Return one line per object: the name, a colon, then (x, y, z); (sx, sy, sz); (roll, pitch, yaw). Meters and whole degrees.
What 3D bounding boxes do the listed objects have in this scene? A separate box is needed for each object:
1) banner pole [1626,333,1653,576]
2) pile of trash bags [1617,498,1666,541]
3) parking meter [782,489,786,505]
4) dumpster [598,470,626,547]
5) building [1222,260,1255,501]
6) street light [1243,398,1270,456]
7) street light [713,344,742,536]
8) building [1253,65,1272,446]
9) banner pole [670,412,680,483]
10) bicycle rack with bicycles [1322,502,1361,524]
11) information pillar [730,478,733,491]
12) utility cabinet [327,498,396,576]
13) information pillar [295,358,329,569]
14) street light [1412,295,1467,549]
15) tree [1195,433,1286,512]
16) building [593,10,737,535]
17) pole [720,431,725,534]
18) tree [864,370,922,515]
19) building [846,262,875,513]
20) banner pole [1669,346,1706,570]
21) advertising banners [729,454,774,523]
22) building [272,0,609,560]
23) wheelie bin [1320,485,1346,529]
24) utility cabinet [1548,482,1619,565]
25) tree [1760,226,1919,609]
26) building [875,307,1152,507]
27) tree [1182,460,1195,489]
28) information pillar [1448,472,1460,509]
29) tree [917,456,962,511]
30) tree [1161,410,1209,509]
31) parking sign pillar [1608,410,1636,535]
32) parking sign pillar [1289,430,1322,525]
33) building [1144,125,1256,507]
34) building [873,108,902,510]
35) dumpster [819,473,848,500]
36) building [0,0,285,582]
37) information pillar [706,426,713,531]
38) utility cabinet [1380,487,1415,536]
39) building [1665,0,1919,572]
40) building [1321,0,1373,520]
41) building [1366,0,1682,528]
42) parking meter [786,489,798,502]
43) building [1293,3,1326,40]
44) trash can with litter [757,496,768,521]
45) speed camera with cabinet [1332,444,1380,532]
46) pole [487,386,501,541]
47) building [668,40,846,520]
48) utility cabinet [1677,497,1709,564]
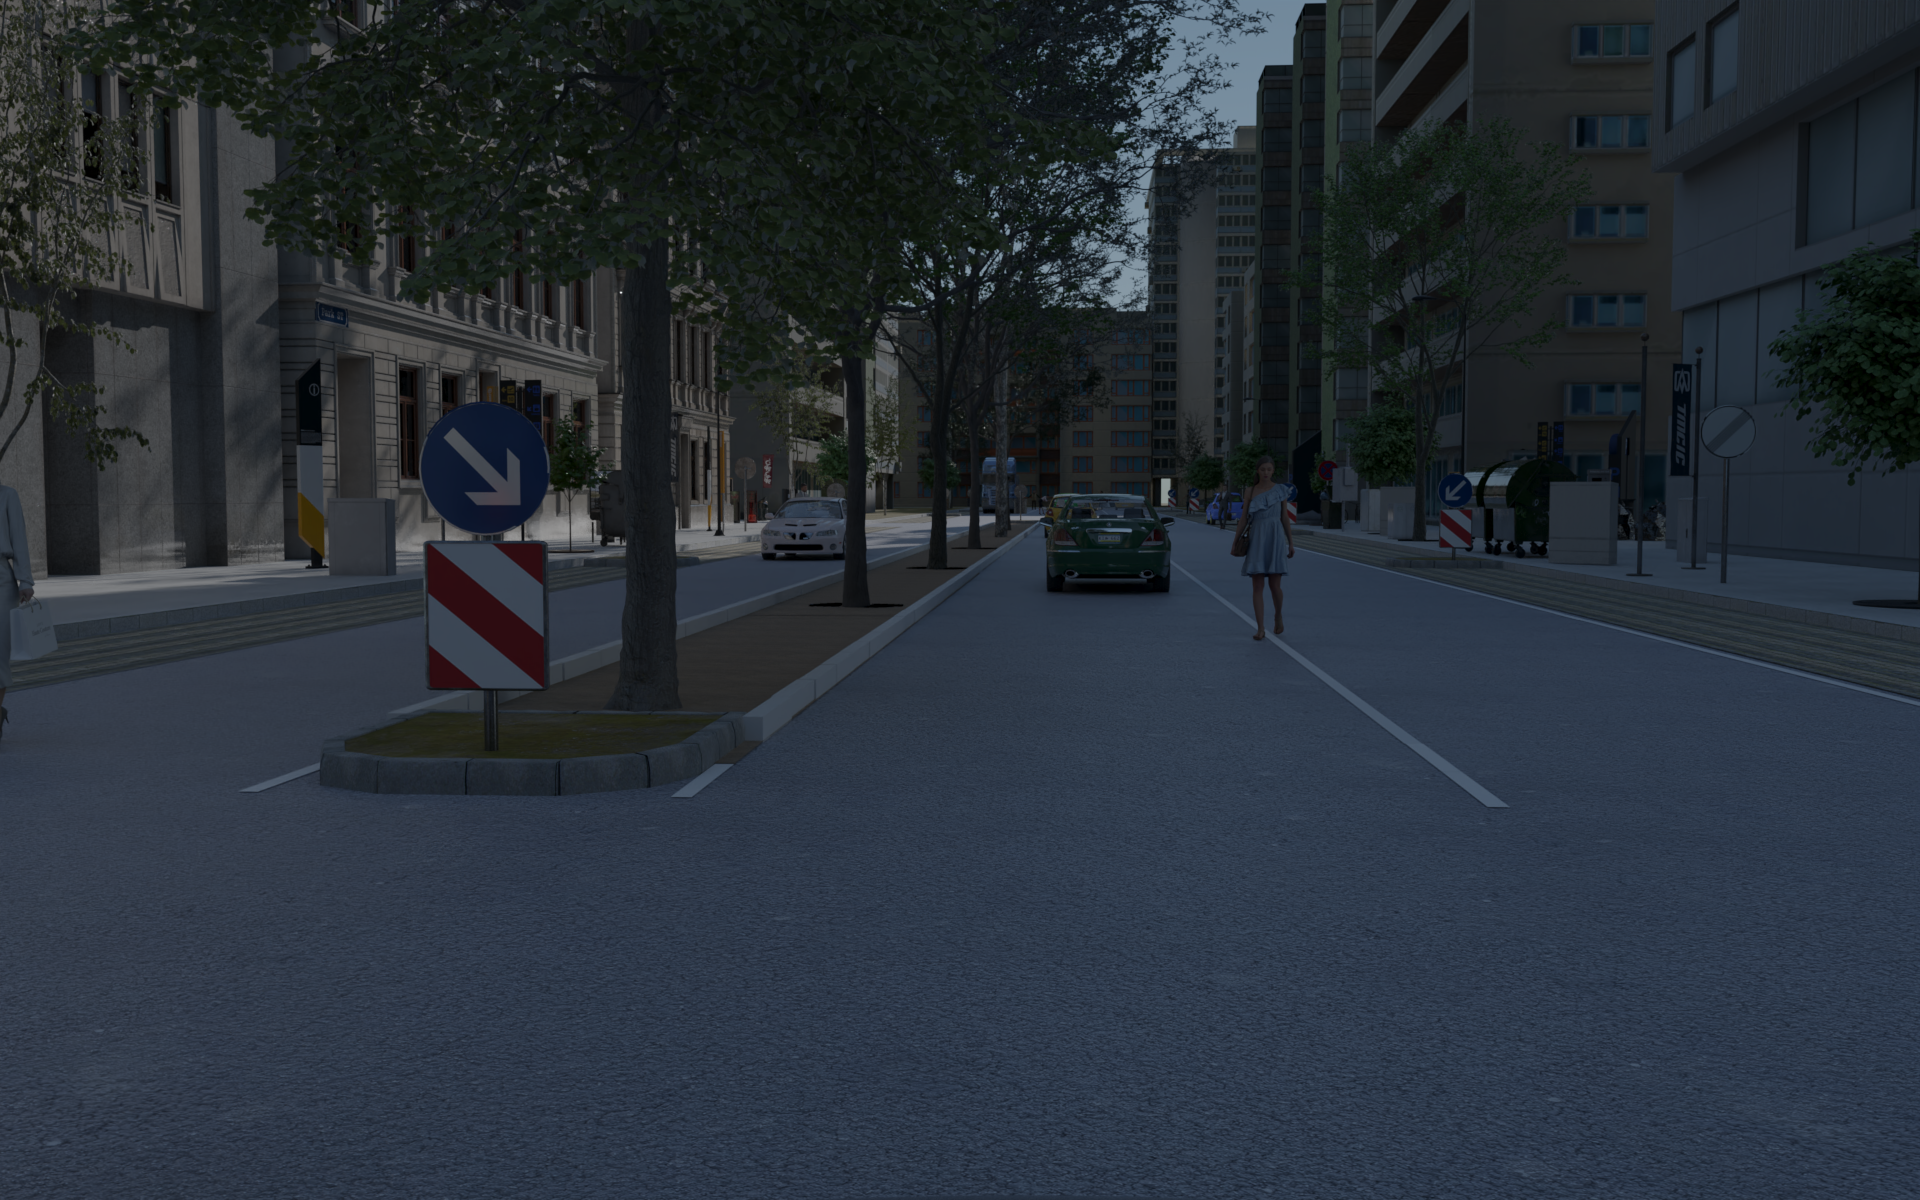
banner pole: (10.734, -2.277, 27.246); (0.401, 3.779, 0.863); (1, 4, 22)
pile of trash bags: (18.413, -2.386, 48.766); (1.912, 1.369, 3.447); (-3, 5, -41)
parking meter: (-8.210, -4.483, 81.701); (0.372, 1.533, 0.369); (0, 3, 0)
dumpster: (-8.154, -2.270, 42.870); (1.264, 1.857, 1.865); (0, 4, 4)
building: (36.464, -18.107, 141.094); (27.650, 21.520, 28.899); (0, 4, 4)
street light: (14.318, -6.785, 83.471); (1.470, 5.913, 1.316); (0, 4, 4)
street light: (-6.823, -4.906, 52.753); (1.470, 5.913, 1.316); (0, 4, 4)
building: (27.265, -21.299, 119.944); (14.160, 30.474, 14.107); (0, 4, 4)
banner pole: (-7.785, -3.457, 46.542); (0.401, 3.779, 0.863); (-3, 5, -43)
bicycle rack with bicycles: (16.772, -3.833, 76.045); (2.852, 0.926, 2.925); (0, 4, 1)
information pillar: (-10.672, -4.625, 80.106); (0.304, 2.012, 0.304); (-1, 4, -16)
utility cabinet: (-9.427, -0.988, 27.319); (1.020, 1.237, 0.306); (1, 4, 12)
information pillar: (-11.129, -2.344, 29.687); (0.183, 3.616, 0.504); (2, 4, 30)
street light: (11.260, -4.164, 40.618); (1.470, 5.913, 1.316); (0, 4, 4)
tree: (15.619, -6.642, 92.314); (4.285, 4.588, 4.351); (0, 3, 0)
building: (-14.823, -12.158, 63.406); (10.561, 19.102, 19.286); (0, 4, 4)
pole: (-7.706, -3.801, 55.992); (0.158, 3.312, 0.155); (0, 3, 0)
tree: (-4.429, -9.390, 103.894); (4.737, 8.622, 4.395); (0, 3, 0)
building: (-13.433, -26.343, 114.302); (14.154, 41.232, 14.086); (0, 4, 4)
banner pole: (12.329, -2.407, 29.375); (0.863, 3.779, 0.401); (-2, 4, -27)
advertising banners: (-9.198, -4.898, 76.266); (2.074, 3.025, 0.090); (0, 4, 2)
building: (-16.798, -12.664, 43.208); (11.583, 22.565, 21.152); (0, 4, 4)
wheelie bin: (13.630, -3.400, 63.490); (0.980, 1.594, 0.693); (-1, 4, -17)
utility cabinet: (11.334, -1.395, 31.483); (0.318, 1.500, 1.173); (-3, 5, -42)
tree: (11.037, -2.207, 19.796); (4.285, 4.588, 4.351); (0, 3, 0)
building: (5.390, -20.784, 184.853); (28.899, 21.520, 27.650); (0, 4, 4)
tree: (18.030, -8.746, 126.713); (4.285, 4.588, 4.351); (0, 3, 0)
information pillar: (16.476, -3.262, 57.825); (0.304, 2.012, 0.304); (2, 4, 30)
tree: (-1.467, -10.175, 150.082); (4.285, 4.588, 4.351); (0, 3, 0)
tree: (19.479, -12.083, 147.923); (4.360, 8.622, 3.978); (0, 3, 0)
parking sign pillar: (21.094, -4.082, 55.219); (1.447, 3.967, 1.447); (3, 5, 40)
parking sign pillar: (14.490, -5.155, 72.763); (1.447, 3.967, 1.447); (-1, 4, -14)
building: (32.043, -30.166, 185.096); (23.993, 40.220, 32.217); (0, 4, 4)
building: (-17.303, -27.613, 143.350); (23.993, 40.220, 32.217); (0, 4, 4)
dumpster: (-5.600, -4.670, 78.843); (1.502, 2.255, 1.985); (0, 4, 4)
building: (-19.496, -12.514, 22.627); (12.078, 24.808, 19.932); (0, 4, 4)
information pillar: (-8.647, -4.182, 59.733); (0.183, 3.616, 0.504); (0, 4, -3)
utility cabinet: (13.372, -2.684, 52.560); (1.173, 1.500, 0.318); (2, 4, 32)
building: (27.861, -26.621, 24.486); (27.495, 52.752, 28.713); (0, 4, 4)
building: (26.114, -24.932, 91.226); (14.154, 41.232, 14.086); (0, 4, 4)
building: (28.836, -27.184, 68.168); (21.300, 48.544, 21.600); (0, 4, 4)
parking meter: (-7.569, -4.323, 79.098); (0.372, 1.533, 0.369); (0, 3, 0)
building: (27.021, -20.429, 105.717); (14.160, 30.474, 14.107); (0, 4, 4)
trash can with litter: (-9.648, -4.344, 82.415); (1.055, 1.170, 0.624); (0, 4, -1)
speed camera with cabinet: (13.798, -3.971, 59.266); (2.038, 3.252, 0.660); (-1, 4, -15)
pole: (-8.823, -2.383, 32.800); (0.158, 3.312, 0.155); (0, 3, 0)
building: (-18.388, -28.894, 96.116); (21.300, 48.544, 21.600); (0, 4, 4)
utility cabinet: (13.702, -1.301, 32.430); (0.306, 1.237, 1.020); (1, 4, 8)
